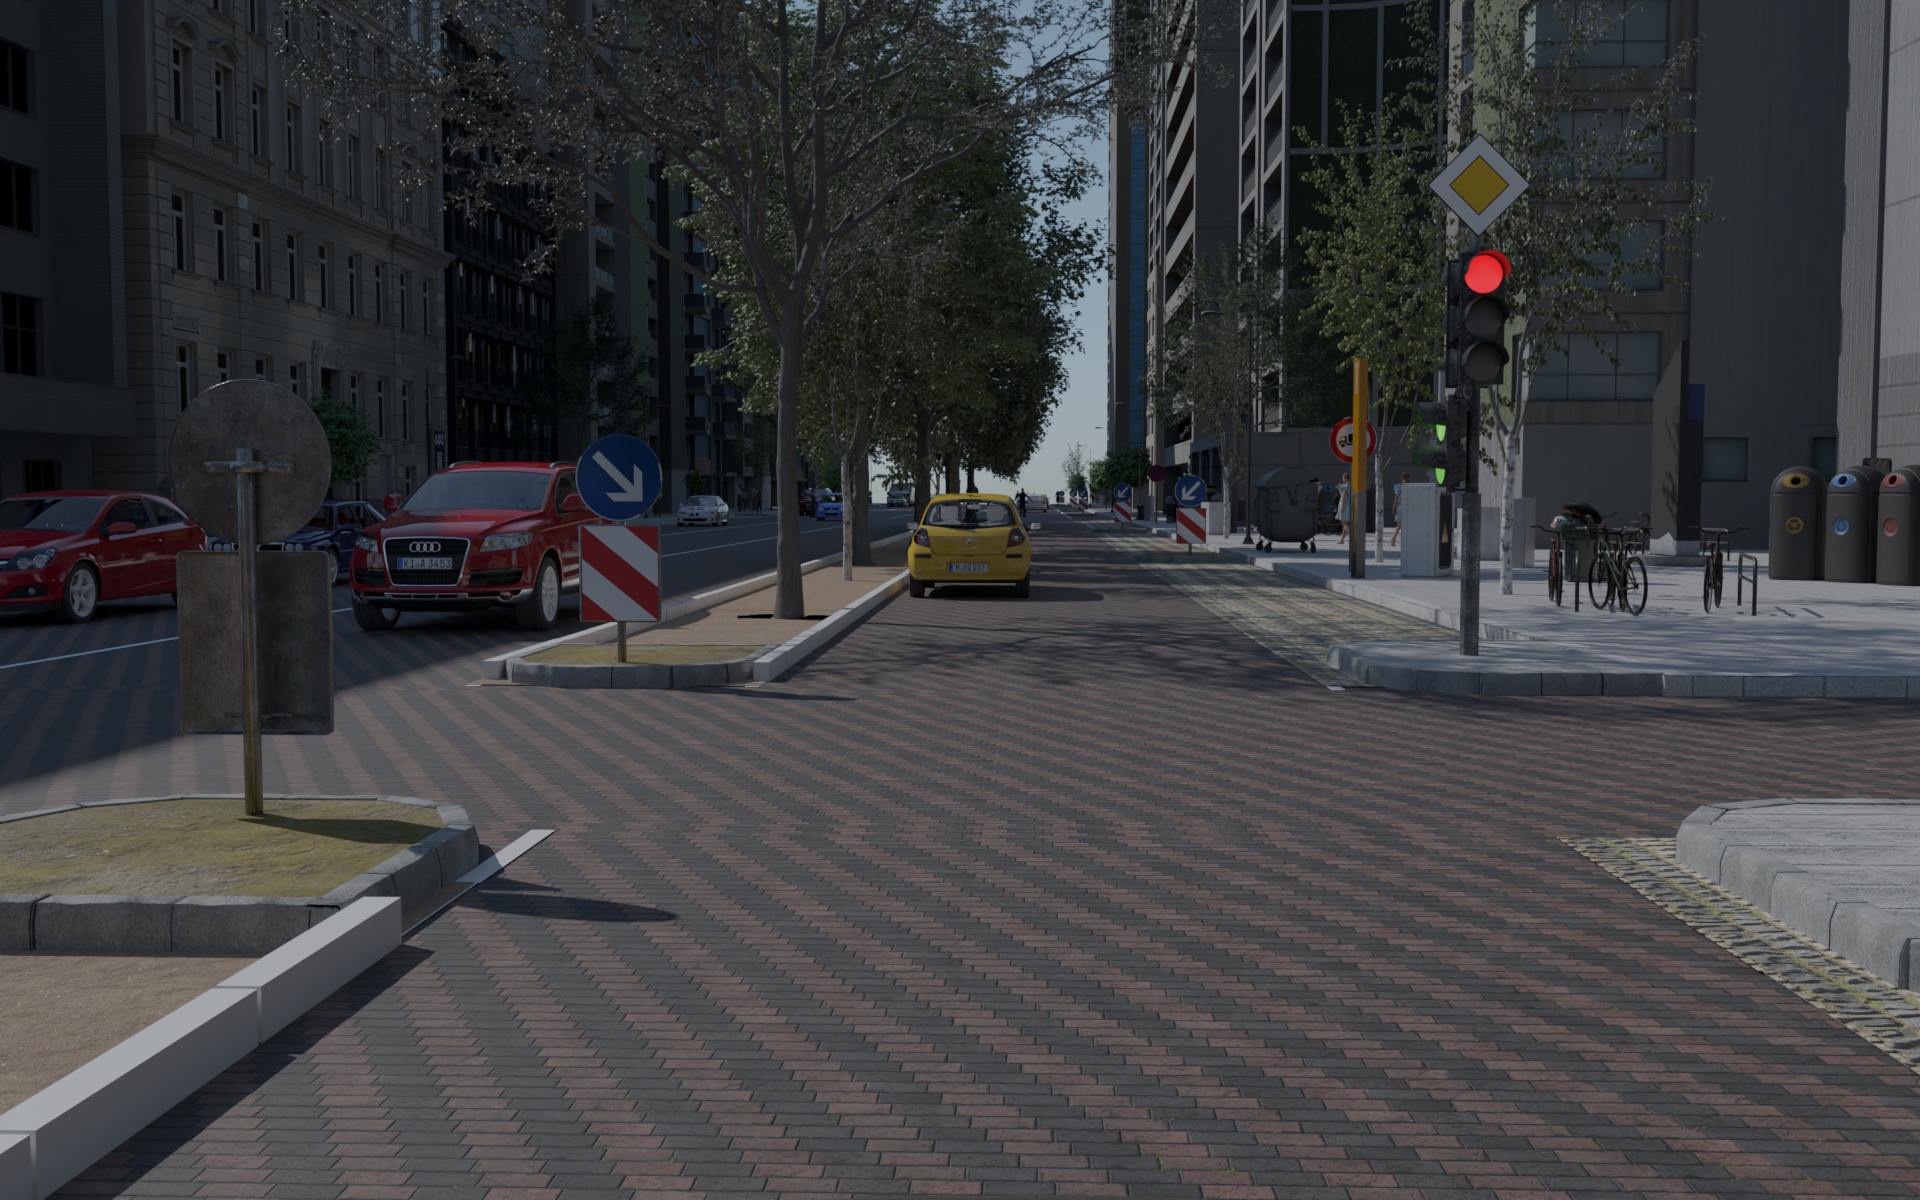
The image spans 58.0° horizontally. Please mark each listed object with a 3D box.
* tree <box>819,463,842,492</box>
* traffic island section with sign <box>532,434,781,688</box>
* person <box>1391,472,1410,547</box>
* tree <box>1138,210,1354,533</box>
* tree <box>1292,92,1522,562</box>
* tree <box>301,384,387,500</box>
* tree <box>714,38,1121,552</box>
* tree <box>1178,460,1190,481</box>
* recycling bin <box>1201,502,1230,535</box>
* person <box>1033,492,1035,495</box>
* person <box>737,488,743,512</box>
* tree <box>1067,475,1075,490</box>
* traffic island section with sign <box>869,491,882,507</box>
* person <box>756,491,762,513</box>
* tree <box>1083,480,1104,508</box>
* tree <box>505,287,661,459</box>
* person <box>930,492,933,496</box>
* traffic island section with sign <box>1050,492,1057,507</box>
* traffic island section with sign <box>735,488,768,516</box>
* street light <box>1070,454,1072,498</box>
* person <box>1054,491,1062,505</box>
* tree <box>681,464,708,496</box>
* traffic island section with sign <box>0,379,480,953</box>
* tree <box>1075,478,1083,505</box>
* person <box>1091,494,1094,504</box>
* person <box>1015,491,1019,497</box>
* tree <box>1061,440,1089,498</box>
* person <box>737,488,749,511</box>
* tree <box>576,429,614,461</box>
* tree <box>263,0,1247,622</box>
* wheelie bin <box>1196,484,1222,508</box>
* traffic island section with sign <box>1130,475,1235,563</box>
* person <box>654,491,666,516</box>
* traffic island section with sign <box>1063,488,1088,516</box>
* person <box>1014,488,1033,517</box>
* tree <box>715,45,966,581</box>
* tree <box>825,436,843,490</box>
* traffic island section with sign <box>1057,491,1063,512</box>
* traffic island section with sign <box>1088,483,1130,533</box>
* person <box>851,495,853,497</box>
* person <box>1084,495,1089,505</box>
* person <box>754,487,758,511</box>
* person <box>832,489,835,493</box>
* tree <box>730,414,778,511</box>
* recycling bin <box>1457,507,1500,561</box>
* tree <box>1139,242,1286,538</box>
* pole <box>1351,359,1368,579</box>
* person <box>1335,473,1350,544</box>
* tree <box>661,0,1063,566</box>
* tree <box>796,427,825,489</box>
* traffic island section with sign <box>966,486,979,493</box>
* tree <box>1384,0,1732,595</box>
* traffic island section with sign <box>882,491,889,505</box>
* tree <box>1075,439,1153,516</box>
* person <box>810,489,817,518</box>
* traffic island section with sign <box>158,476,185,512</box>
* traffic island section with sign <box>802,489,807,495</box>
[{"bbox_3d":[-13.181,-12.112,181.738,4.285,4.588,4.351,0,3,0],"label":"tree"},{"bbox_3d":[-2.545,-0.343,13.740,2.006,1.907,1.989,0,4,2],"label":"traffic island section with sign"},{"bbox_3d":[10.748,-2.184,41.840,0.778,1.811,0.616,-3,5,-44],"label":"person"},{"bbox_3d":[9.318,-7.478,56.682,7.601,10.594,8.767,1,4,9],"label":"tree"},{"bbox_3d":[7.949,-4.999,32.098,4.737,8.622,4.395,0,3,0],"label":"tree"},{"bbox_3d":[-18.902,-4.166,51.830,4.285,4.588,4.351,0,3,0],"label":"tree"},{"bbox_3d":[-0.912,-7.525,42.497,9.611,12.733,9.660,0,3,0],"label":"tree"},{"bbox_3d":[11.499,-5.532,85.057,1.663,3.219,1.824,0,3,0],"label":"tree"},{"bbox_3d":[7.993,-2.545,54.163,0.722,1.027,0.722,-1,4,-14],"label":"recycling bin"},{"bbox_3d":[10.640,-14.466,245.816,0.742,1.727,0.445,3,5,40],"label":"person"},{"bbox_3d":[-16.002,-7.310,126.284,0.721,1.736,1.217,0,4,4],"label":"person"},{"bbox_3d":[11.575,-9.342,136.451,4.285,4.588,4.351,0,3,0],"label":"tree"},{"bbox_3d":[-10.227,-11.471,196.173,1.989,1.847,2.006,0,4,2],"label":"traffic island section with sign"},{"bbox_3d":[-13.931,-6.703,119.566,0.593,1.643,0.415,1,4,14],"label":"person"},{"bbox_3d":[12.250,-9.874,156.047,1.663,3.219,1.824,0,3,0],"label":"tree"},{"bbox_3d":[-16.849,-8.748,77.434,7.601,10.594,8.767,0,4,-3],"label":"tree"},{"bbox_3d":[-3.537,-11.882,203.483,1.217,1.736,0.721,0,4,-4],"label":"person"},{"bbox_3d":[11.425,-11.476,196.257,1.989,1.847,2.006,0,4,2],"label":"traffic island section with sign"},{"bbox_3d":[-13.683,-6.440,113.925,1.989,1.847,2.006,0,4,2],"label":"traffic island section with sign"},{"bbox_3d":[13.444,-14.108,203.207,1.470,5.913,1.316,0,4,2],"label":"street light"},{"bbox_3d":[12.496,-12.967,220.646,1.348,1.807,0.705,-2,4,-31],"label":"person"},{"bbox_3d":[-16.824,-7.119,111.004,1.663,3.219,1.824,0,3,0],"label":"tree"},{"bbox_3d":[-2.866,0.110,6.339,2.006,1.907,1.989,0,4,2],"label":"traffic island section with sign"},{"bbox_3d":[14.437,-12.956,206.433,1.663,3.219,1.824,0,3,0],"label":"tree"},{"bbox_3d":[17.023,-13.097,223.418,0.421,1.427,0.697,-3,5,-41],"label":"person"},{"bbox_3d":[6.897,-12.018,204.936,0.705,1.831,1.348,3,5,45],"label":"person"},{"bbox_3d":[15.612,-17.513,236.707,4.360,8.622,3.978,0,3,0],"label":"tree"},{"bbox_3d":[-16.504,-7.676,132.260,1.217,1.736,0.721,-2,4,-32],"label":"person"},{"bbox_3d":[-17.746,-6.330,87.211,4.285,4.588,4.351,0,3,0],"label":"tree"},{"bbox_3d":[-1.982,-6.529,19.584,12.009,13.543,11.850,0,3,0],"label":"tree"},{"bbox_3d":[8.108,-2.981,56.653,0.980,1.594,0.693,-1,4,-9],"label":"wheelie bin"},{"bbox_3d":[4.715,-1.717,36.696,1.989,1.847,2.006,0,4,2],"label":"traffic island section with sign"},{"bbox_3d":[-17.384,-5.659,99.302,1.217,1.736,0.721,-3,4,-36],"label":"person"},{"bbox_3d":[7.928,-6.402,113.305,1.989,1.847,2.006,0,4,2],"label":"traffic island section with sign"},{"bbox_3d":[3.946,-6.136,108.850,1.348,1.821,0.705,2,4,27],"label":"person"},{"bbox_3d":[-1.842,-4.598,28.004,4.360,8.622,3.978,0,3,0],"label":"tree"},{"bbox_3d":[-13.344,-13.088,164.346,4.737,8.622,4.395,0,3,0],"label":"tree"},{"bbox_3d":[9.063,-8.059,140.396,1.989,1.847,2.006,0,4,2],"label":"traffic island section with sign"},{"bbox_3d":[5.840,-3.364,63.627,1.989,1.847,2.006,0,4,2],"label":"traffic island section with sign"},{"bbox_3d":[-7.139,-6.661,118.129,1.217,1.735,0.721,1,4,11],"label":"person"},{"bbox_3d":[15.362,-12.198,208.746,1.065,1.426,0.557,3,5,42],"label":"person"},{"bbox_3d":[-15.827,-7.844,134.392,0.705,1.812,1.348,-1,4,-23],"label":"person"},{"bbox_3d":[-10.169,-8.056,139.852,0.705,1.869,1.348,-3,5,-44],"label":"person"},{"bbox_3d":[-15.234,-11.046,130.966,4.737,8.622,4.395,0,3,0],"label":"tree"},{"bbox_3d":[10.085,-1.293,33.700,0.722,1.027,0.722,1,4,9],"label":"recycling bin"},{"bbox_3d":[7.501,-6.076,49.710,4.360,8.622,3.978,0,3,0],"label":"tree"},{"bbox_3d":[6.065,-1.985,26.300,0.158,3.312,0.155,0,3,0],"label":"pole"},{"bbox_3d":[9.835,-2.306,43.833,0.616,1.811,0.778,-2,4,-29],"label":"person"},{"bbox_3d":[-1.880,-6.931,33.902,7.486,12.596,7.792,0,3,0],"label":"tree"},{"bbox_3d":[-15.106,-12.321,151.809,4.737,8.622,4.395,0,3,0],"label":"tree"},{"bbox_3d":[0.601,-4.934,88.813,2.006,1.907,1.989,0,4,2],"label":"traffic island section with sign"},{"bbox_3d":[7.201,-4.381,21.986,4.360,8.622,3.978,0,3,0],"label":"tree"},{"bbox_3d":[-9.085,-13.123,223.191,1.989,1.847,2.006,0,4,2],"label":"traffic island section with sign"},{"bbox_3d":[10.114,-7.345,103.802,4.285,4.588,4.351,0,3,0],"label":"tree"},{"bbox_3d":[-8.897,-5.860,105.109,0.445,1.727,0.742,0,4,-3],"label":"person"},{"bbox_3d":[-16.922,-1.715,36.675,1.989,1.847,2.006,0,4,2],"label":"traffic island section with sign"},{"bbox_3d":[-12.533,-8.093,140.942,1.989,1.847,2.006,0,4,2],"label":"traffic island section with sign"}]
